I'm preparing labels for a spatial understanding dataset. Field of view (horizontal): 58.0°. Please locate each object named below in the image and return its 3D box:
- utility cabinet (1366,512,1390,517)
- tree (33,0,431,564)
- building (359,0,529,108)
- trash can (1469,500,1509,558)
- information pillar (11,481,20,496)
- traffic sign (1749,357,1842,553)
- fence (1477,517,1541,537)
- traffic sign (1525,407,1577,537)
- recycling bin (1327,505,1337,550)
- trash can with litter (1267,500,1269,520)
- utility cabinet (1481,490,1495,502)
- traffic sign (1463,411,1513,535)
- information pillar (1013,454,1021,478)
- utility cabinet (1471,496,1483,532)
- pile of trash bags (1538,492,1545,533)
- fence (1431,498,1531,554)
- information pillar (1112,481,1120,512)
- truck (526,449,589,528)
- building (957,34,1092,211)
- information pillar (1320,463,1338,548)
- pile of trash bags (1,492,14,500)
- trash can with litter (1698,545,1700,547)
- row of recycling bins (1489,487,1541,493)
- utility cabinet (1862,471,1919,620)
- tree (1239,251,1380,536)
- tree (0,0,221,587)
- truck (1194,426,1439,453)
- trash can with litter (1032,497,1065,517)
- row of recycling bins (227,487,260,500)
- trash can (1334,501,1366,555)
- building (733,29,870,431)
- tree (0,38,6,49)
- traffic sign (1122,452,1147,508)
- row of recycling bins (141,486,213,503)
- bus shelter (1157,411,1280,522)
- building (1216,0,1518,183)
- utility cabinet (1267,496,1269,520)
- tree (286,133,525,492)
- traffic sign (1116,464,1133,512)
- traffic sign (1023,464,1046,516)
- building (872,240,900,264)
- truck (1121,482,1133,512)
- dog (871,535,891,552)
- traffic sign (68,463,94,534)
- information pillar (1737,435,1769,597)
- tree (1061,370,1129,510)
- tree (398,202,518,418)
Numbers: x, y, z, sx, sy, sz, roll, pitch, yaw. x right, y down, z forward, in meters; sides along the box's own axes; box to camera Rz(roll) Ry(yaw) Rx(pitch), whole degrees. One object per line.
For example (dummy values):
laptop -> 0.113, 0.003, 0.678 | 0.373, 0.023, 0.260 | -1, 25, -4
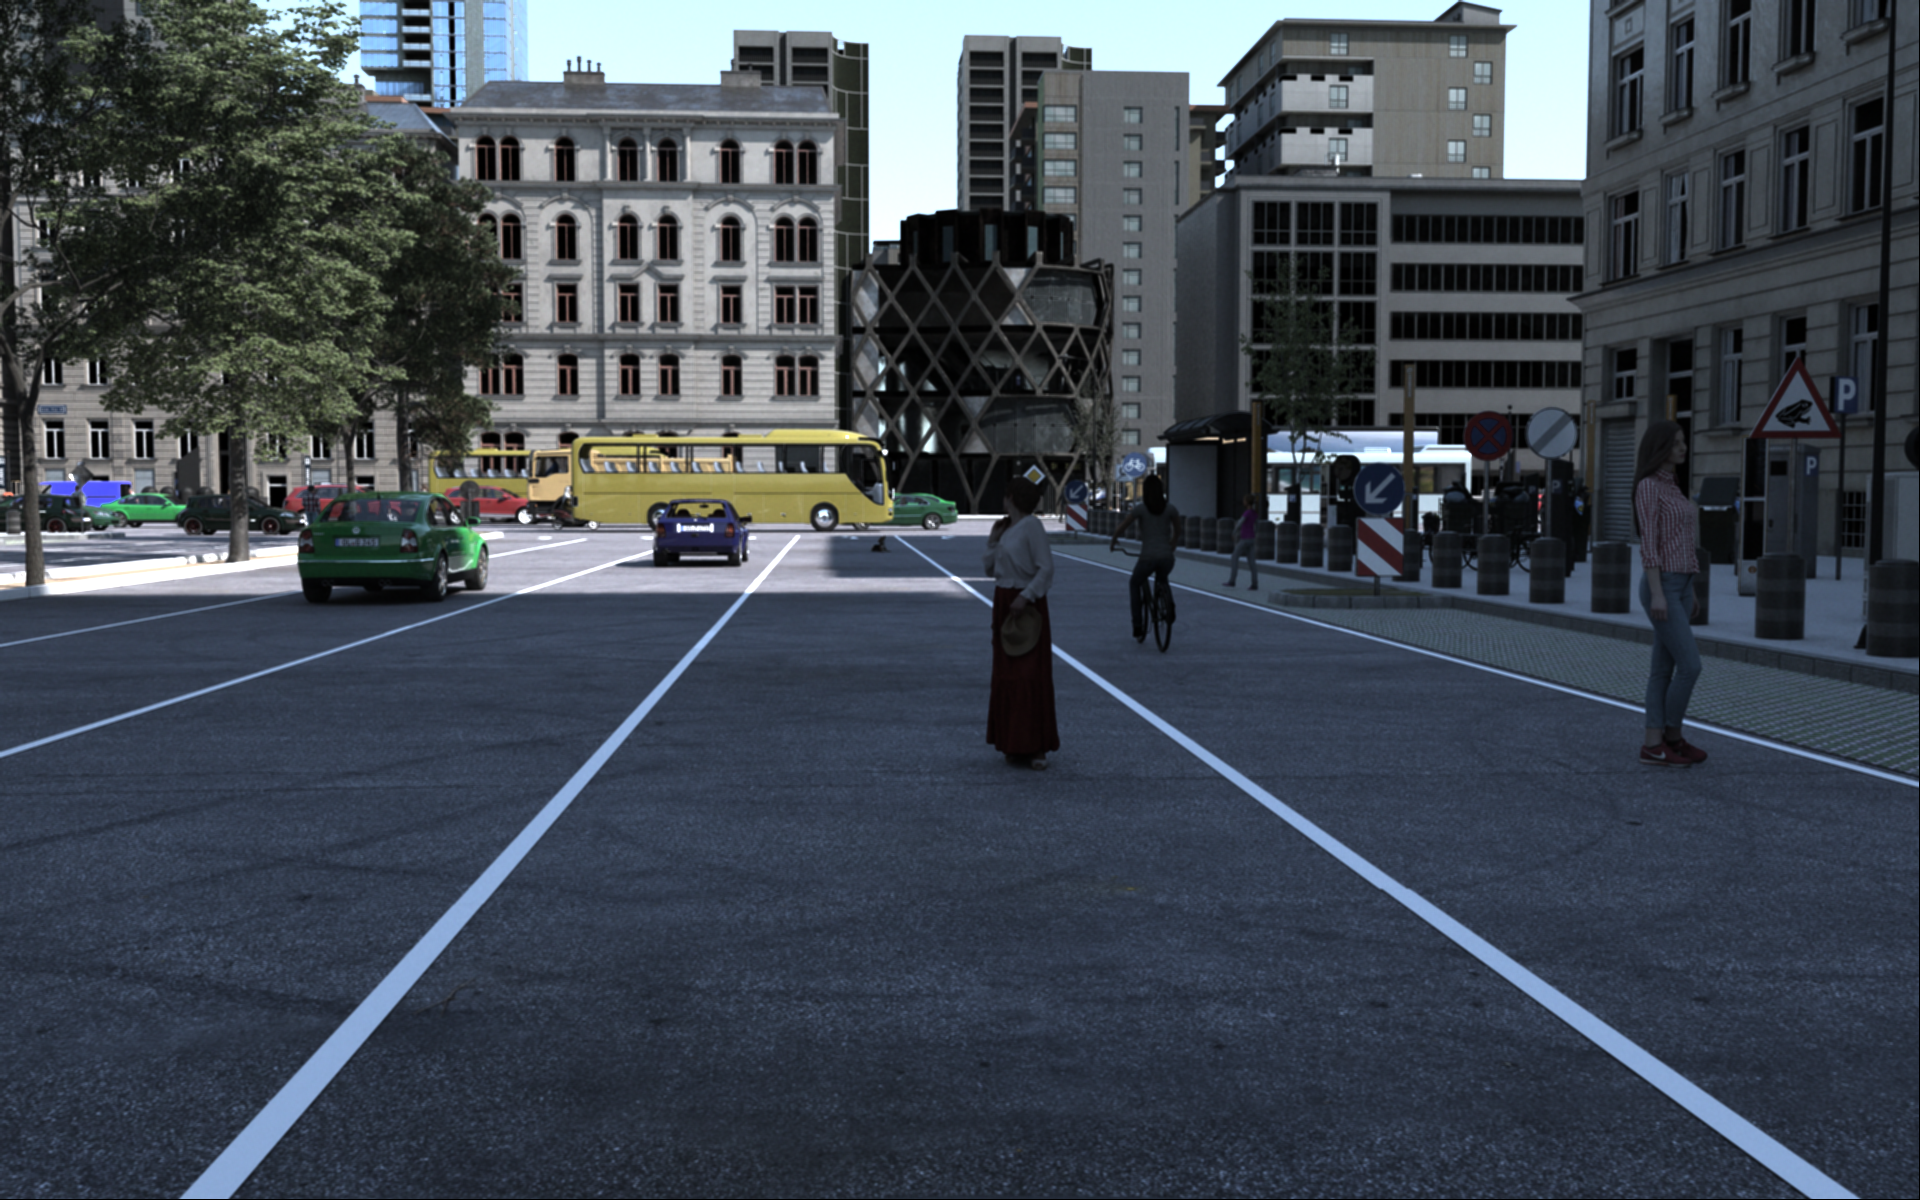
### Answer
utility cabinet -> 11.371, -2.373, 47.484 | 0.318, 1.500, 1.173 | -1, 4, -14
tree -> -14.872, -7.025, 35.436 | 7.486, 12.596, 7.792 | 0, 3, 0
building -> -78.814, -58.434, 268.073 | 31.000, 86.520, 22.319 | 0, 4, -4
trash can -> 10.520, -1.396, 34.484 | 0.748, 1.137, 0.748 | 0, 3, 0
information pillar -> -53.527, -5.733, 98.226 | 0.304, 2.012, 0.304 | 1, 4, 11
traffic sign -> 7.968, -1.014, 16.581 | 0.884, 2.594, 0.081 | 0, 4, -2
fence -> 14.441, -1.845, 45.537 | 2.069, 0.683, 0.278 | -1, 4, -18
traffic sign -> 8.655, -1.550, 25.445 | 0.768, 2.556, 0.104 | 0, 4, -2
recycling bin -> 8.809, -1.662, 39.731 | 0.722, 1.027, 0.722 | 1, 4, 13
trash can with litter -> 8.057, -2.177, 46.986 | 0.624, 1.170, 1.055 | 0, 4, 7
utility cabinet -> 29.332, -5.304, 95.405 | 1.173, 1.500, 0.318 | 1, 4, 20
traffic sign -> 8.106, -1.625, 26.669 | 0.768, 2.556, 0.104 | 0, 4, 0
information pillar -> 3.310, -6.643, 99.969 | 0.504, 3.616, 0.183 | 0, 4, 5
utility cabinet -> 17.315, -2.930, 59.066 | 1.020, 1.237, 0.306 | -2, 4, -26
pile of trash bags -> 19.140, -2.740, 54.550 | 1.912, 1.369, 3.447 | 0, 4, -5
fence -> 11.439, -1.628, 37.817 | 2.264, 1.192, 0.480 | 3, 5, 41
information pillar -> 8.597, -5.565, 95.484 | 0.304, 2.012, 0.304 | 2, 4, 32
truck -> -14.647, -4.854, 75.294 | 9.791, 3.379, 3.469 | 0, 4, -4
building -> 10.355, -51.096, 273.670 | 20.611, 71.187, 20.563 | 0, 4, -4
information pillar -> 8.836, -2.264, 41.502 | 0.304, 2.012, 0.304 | -2, 4, -29
pile of trash bags -> -65.195, -6.579, 117.320 | 3.447, 1.369, 1.912 | 1, 4, 13
trash can with litter -> 15.011, -1.414, 34.509 | 0.624, 1.170, 1.055 | -1, 4, -9
row of recycling bins -> 32.070, -5.694, 100.207 | 3.534, 1.692, 1.069 | -1, 4, -14
utility cabinet -> 9.124, -0.505, 16.931 | 0.318, 1.500, 1.173 | 1, 4, 15
tree -> 10.335, -6.232, 52.249 | 4.737, 8.622, 4.395 | 0, 3, 0
tree -> -14.016, -5.469, 26.284 | 8.767, 10.594, 7.601 | 0, 4, -4
truck -> 14.044, -5.099, 72.290 | 11.283, 4.237, 2.839 | 0, 4, -3
trash can with litter -> 4.819, -5.274, 97.288 | 2.233, 1.210, 1.678 | 0, 4, -7
row of recycling bins -> -40.071, -5.493, 96.923 | 1.069, 1.692, 3.534 | -3, 5, -39
trash can -> 8.290, -1.533, 36.725 | 0.748, 1.137, 0.748 | 0, 3, 0
building -> -24.373, -50.920, 270.795 | 20.611, 71.187, 20.563 | 0, 4, -4
tree -> -13.586, -5.452, 17.347 | 9.928, 11.665, 9.643 | 0, 3, 0
traffic sign -> 5.303, -3.213, 52.643 | 0.768, 2.556, 0.104 | 0, 4, 4
row of recycling bins -> -41.752, -5.220, 92.460 | 3.534, 1.692, 1.069 | -2, 4, -30
bus shelter -> 6.608, -3.123, 44.987 | 2.014, 3.302, 5.546 | 0, 4, -4
building -> 43.063, -36.998, 194.157 | 27.495, 52.752, 28.713 | 0, 4, -4
utility cabinet -> 9.819, -2.826, 57.369 | 1.020, 1.237, 0.306 | -3, 5, -44
tree -> -16.370, -7.725, 50.820 | 6.751, 12.117, 7.091 | 0, 3, 0
traffic sign -> 5.536, -3.443, 58.429 | 0.606, 2.300, 0.079 | 0, 4, -3
traffic sign -> 2.487, -3.340, 58.246 | 0.795, 2.450, 0.064 | 0, 4, -4
building -> -6.887, -35.916, 270.824 | 14.086, 41.232, 14.154 | 0, 4, -4
truck -> 12.119, -5.507, 85.958 | 9.791, 3.379, 3.469 | 0, 4, -5
dog -> -1.959, -1.403, 43.140 | 0.550, 0.427, 0.748 | 0, 4, 3
traffic sign -> -28.430, -3.206, 56.057 | 0.795, 2.450, 0.064 | 0, 4, -4
information pillar -> 9.956, -1.055, 21.741 | 0.304, 2.012, 0.304 | 1, 4, 21
tree -> 7.904, -9.298, 102.386 | 4.360, 8.622, 3.978 | 0, 3, 0
tree -> -15.267, -6.532, 43.664 | 8.767, 10.594, 7.601 | 0, 4, -4
